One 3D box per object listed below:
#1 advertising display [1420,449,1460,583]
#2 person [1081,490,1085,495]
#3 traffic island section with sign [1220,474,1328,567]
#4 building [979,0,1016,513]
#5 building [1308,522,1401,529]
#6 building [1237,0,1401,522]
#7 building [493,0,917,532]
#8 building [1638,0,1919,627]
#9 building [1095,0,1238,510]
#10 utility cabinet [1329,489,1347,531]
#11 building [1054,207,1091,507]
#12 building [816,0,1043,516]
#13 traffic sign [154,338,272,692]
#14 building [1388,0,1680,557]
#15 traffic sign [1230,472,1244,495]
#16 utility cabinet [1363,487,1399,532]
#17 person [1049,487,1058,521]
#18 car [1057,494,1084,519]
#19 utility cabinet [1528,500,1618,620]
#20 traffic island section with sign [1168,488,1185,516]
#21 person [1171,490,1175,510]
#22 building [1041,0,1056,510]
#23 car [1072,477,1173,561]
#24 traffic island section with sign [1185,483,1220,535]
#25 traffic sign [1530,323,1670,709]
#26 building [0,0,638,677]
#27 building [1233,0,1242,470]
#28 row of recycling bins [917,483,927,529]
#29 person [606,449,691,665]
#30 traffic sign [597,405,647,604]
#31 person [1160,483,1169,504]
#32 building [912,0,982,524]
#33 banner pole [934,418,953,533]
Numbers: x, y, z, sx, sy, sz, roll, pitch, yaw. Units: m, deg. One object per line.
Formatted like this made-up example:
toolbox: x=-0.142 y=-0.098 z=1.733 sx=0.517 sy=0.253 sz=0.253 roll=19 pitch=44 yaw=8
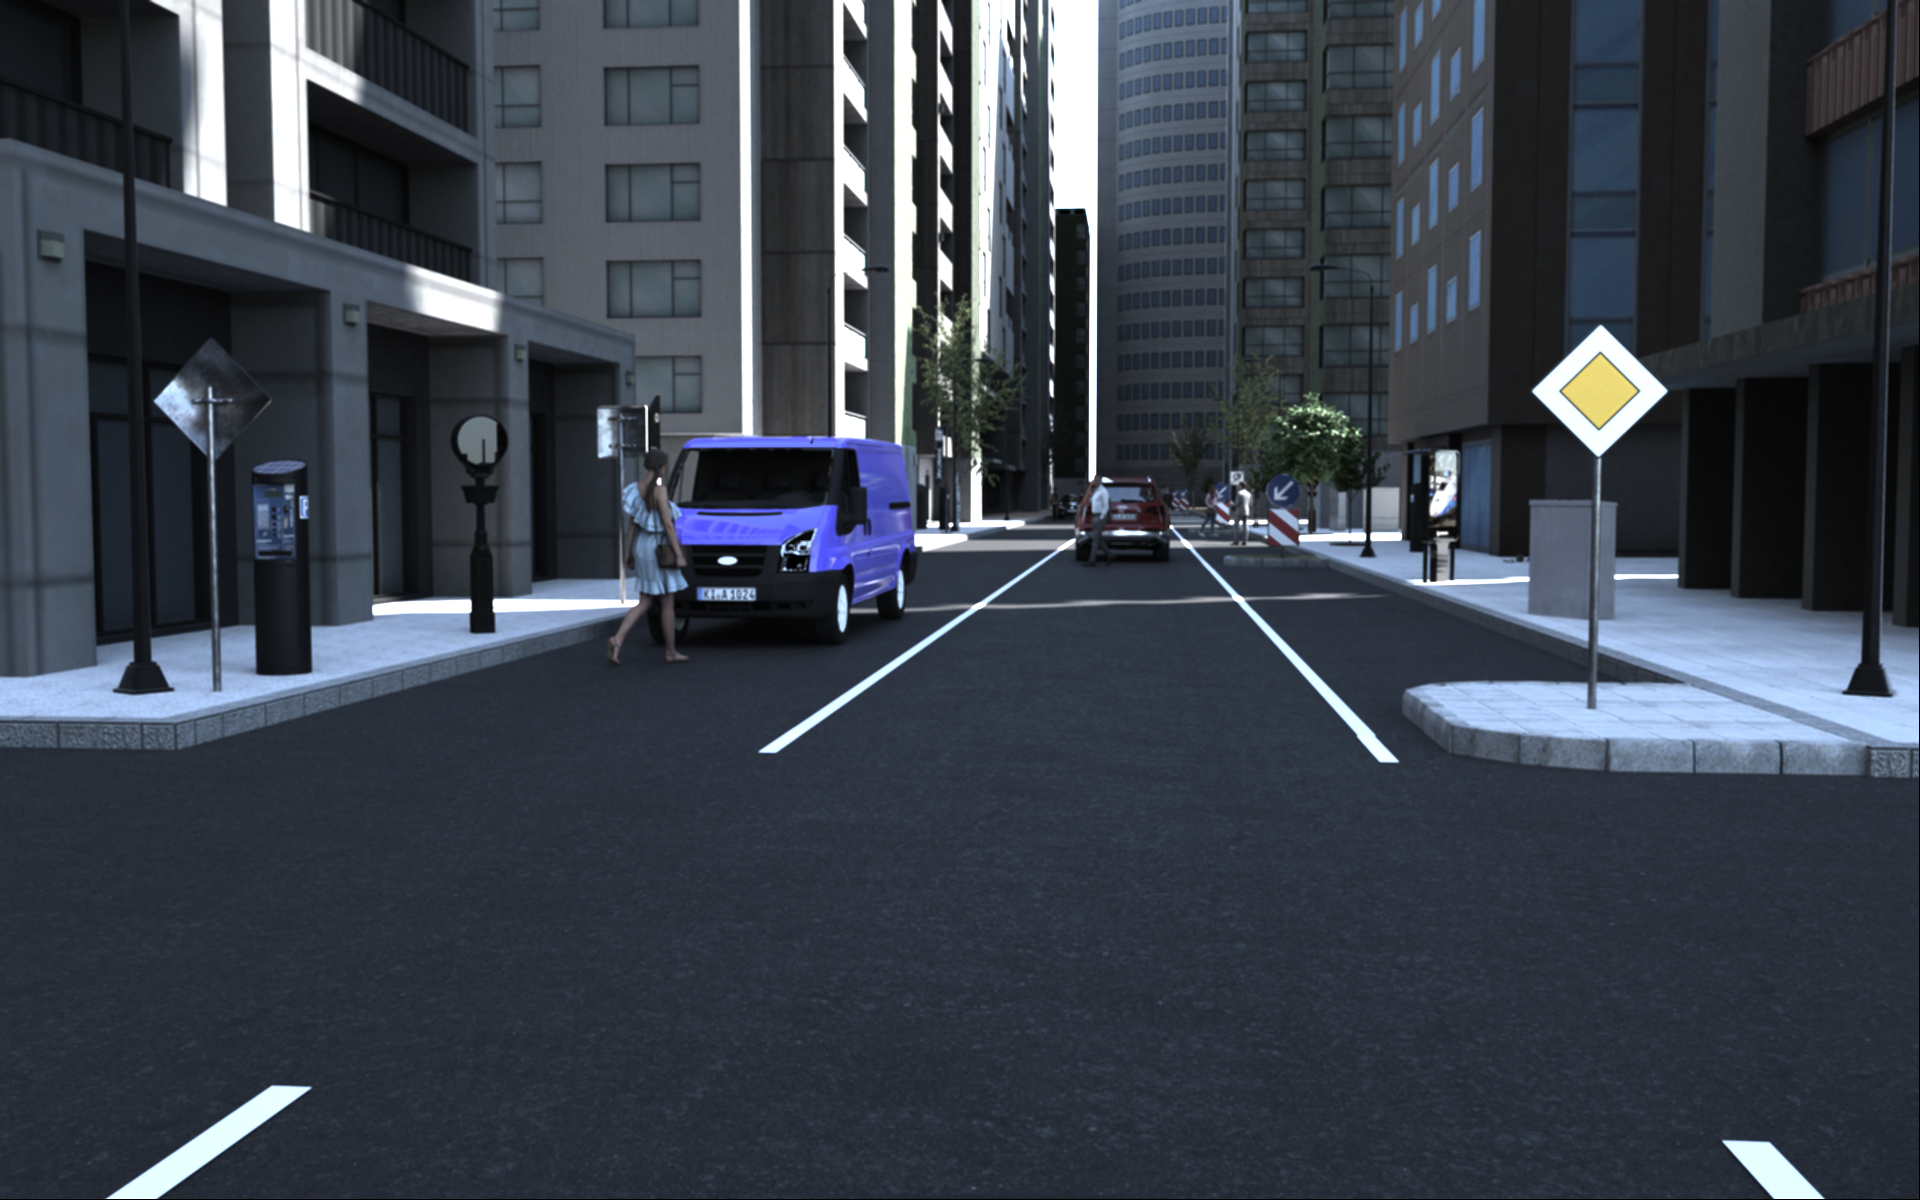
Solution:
advertising display: x=6.977 y=-1.221 z=25.180 sx=0.123 sy=1.923 sz=0.974 roll=3 pitch=5 yaw=42
person: x=9.533 y=-7.608 z=133.337 sx=0.683 sy=1.767 sz=0.568 roll=0 pitch=4 yaw=-4
traffic island section with sign: x=6.376 y=-1.618 z=35.074 sx=1.989 sy=1.847 sz=2.006 roll=0 pitch=4 yaw=6
building: x=-10.980 y=-31.297 z=100.948 sx=28.713 sy=52.752 sz=27.495 roll=0 pitch=4 yaw=6
building: x=21.025 y=-18.203 z=69.326 sx=14.160 sy=30.474 sz=14.107 roll=0 pitch=4 yaw=6
building: x=22.515 y=-19.855 z=96.330 sx=14.160 sy=30.474 sz=14.107 roll=0 pitch=4 yaw=6
building: x=-9.172 y=-22.530 z=51.968 sx=14.154 sy=41.232 sz=14.086 roll=0 pitch=4 yaw=6
building: x=22.773 y=-22.193 z=17.484 sx=28.867 sy=44.769 sz=22.147 roll=0 pitch=4 yaw=6
building: x=28.186 y=-38.921 z=178.351 sx=28.212 sy=58.520 sz=21.231 roll=0 pitch=4 yaw=6
utility cabinet: x=13.138 y=-3.156 z=60.278 sx=0.318 sy=1.500 sz=1.173 roll=0 pitch=4 yaw=-2
building: x=6.262 y=-24.803 z=177.229 sx=14.107 sy=30.474 sz=14.160 roll=0 pitch=4 yaw=6
building: x=-1.619 y=-26.796 z=121.711 sx=14.154 sy=41.232 sz=14.086 roll=0 pitch=4 yaw=6
traffic sign: x=-4.825 y=-0.462 z=11.195 sx=0.795 sy=2.450 sz=0.064 roll=0 pitch=4 yaw=6
building: x=18.228 y=-23.847 z=40.012 sx=14.600 sy=45.320 sz=14.200 roll=0 pitch=4 yaw=6
traffic sign: x=12.374 y=-4.605 z=77.420 sx=0.606 sy=2.300 sz=0.079 roll=1 pitch=4 yaw=9
utility cabinet: x=14.172 y=-3.035 z=58.294 sx=1.173 sy=1.500 sz=0.318 roll=1 pitch=4 yaw=13
person: x=5.007 y=-5.121 z=92.324 sx=0.705 sy=1.812 sz=1.348 roll=-1 pitch=4 yaw=-10
car: x=6.510 y=-5.455 z=98.979 sx=2.009 sy=1.686 sz=4.222 roll=0 pitch=4 yaw=7
utility cabinet: x=6.383 y=-0.422 z=18.069 sx=0.306 sy=1.237 sz=1.020 roll=-1 pitch=4 yaw=-20
traffic island section with sign: x=14.391 y=-6.335 z=112.210 sx=1.989 sy=1.847 sz=2.006 roll=0 pitch=4 yaw=6
person: x=18.600 y=-8.740 z=151.365 sx=0.705 sy=1.831 sz=1.348 roll=2 pitch=4 yaw=26
building: x=-5.972 y=-37.211 z=150.402 sx=28.212 sy=58.520 sz=21.231 roll=0 pitch=4 yaw=6
car: x=3.634 y=-1.837 z=38.707 sx=2.281 sy=1.827 sz=5.304 roll=0 pitch=4 yaw=5
traffic island section with sign: x=9.174 y=-3.257 z=61.884 sx=1.989 sy=1.847 sz=2.006 roll=0 pitch=4 yaw=6
traffic sign: x=3.771 y=-0.406 z=10.284 sx=0.795 sy=2.450 sz=0.064 roll=0 pitch=4 yaw=6
building: x=-15.606 y=-35.657 z=21.237 sx=20.563 sy=71.187 sz=20.611 roll=0 pitch=4 yaw=6
building: x=32.609 y=-32.186 z=115.487 sx=28.713 sy=52.752 sz=27.495 roll=0 pitch=4 yaw=6
row of recycling bins: x=-2.464 y=-3.396 z=62.645 sx=1.069 sy=1.692 sz=3.534 roll=3 pitch=5 yaw=40
person: x=-2.566 y=-0.360 z=14.488 sx=0.778 sy=1.811 sz=0.616 roll=-3 pitch=5 yaw=-43
traffic sign: x=-3.913 y=-1.097 z=20.059 sx=0.606 sy=2.300 sz=0.079 roll=1 pitch=4 yaw=12
person: x=7.878 y=-3.571 z=66.687 sx=0.447 sy=1.846 sz=0.655 roll=-1 pitch=4 yaw=-13
building: x=-6.690 y=-18.502 z=74.213 sx=14.160 sy=30.474 sz=14.107 roll=0 pitch=4 yaw=6
banner pole: x=-0.581 y=-4.078 z=56.699 sx=0.401 sy=3.779 sz=0.863 roll=3 pitch=4 yaw=36
